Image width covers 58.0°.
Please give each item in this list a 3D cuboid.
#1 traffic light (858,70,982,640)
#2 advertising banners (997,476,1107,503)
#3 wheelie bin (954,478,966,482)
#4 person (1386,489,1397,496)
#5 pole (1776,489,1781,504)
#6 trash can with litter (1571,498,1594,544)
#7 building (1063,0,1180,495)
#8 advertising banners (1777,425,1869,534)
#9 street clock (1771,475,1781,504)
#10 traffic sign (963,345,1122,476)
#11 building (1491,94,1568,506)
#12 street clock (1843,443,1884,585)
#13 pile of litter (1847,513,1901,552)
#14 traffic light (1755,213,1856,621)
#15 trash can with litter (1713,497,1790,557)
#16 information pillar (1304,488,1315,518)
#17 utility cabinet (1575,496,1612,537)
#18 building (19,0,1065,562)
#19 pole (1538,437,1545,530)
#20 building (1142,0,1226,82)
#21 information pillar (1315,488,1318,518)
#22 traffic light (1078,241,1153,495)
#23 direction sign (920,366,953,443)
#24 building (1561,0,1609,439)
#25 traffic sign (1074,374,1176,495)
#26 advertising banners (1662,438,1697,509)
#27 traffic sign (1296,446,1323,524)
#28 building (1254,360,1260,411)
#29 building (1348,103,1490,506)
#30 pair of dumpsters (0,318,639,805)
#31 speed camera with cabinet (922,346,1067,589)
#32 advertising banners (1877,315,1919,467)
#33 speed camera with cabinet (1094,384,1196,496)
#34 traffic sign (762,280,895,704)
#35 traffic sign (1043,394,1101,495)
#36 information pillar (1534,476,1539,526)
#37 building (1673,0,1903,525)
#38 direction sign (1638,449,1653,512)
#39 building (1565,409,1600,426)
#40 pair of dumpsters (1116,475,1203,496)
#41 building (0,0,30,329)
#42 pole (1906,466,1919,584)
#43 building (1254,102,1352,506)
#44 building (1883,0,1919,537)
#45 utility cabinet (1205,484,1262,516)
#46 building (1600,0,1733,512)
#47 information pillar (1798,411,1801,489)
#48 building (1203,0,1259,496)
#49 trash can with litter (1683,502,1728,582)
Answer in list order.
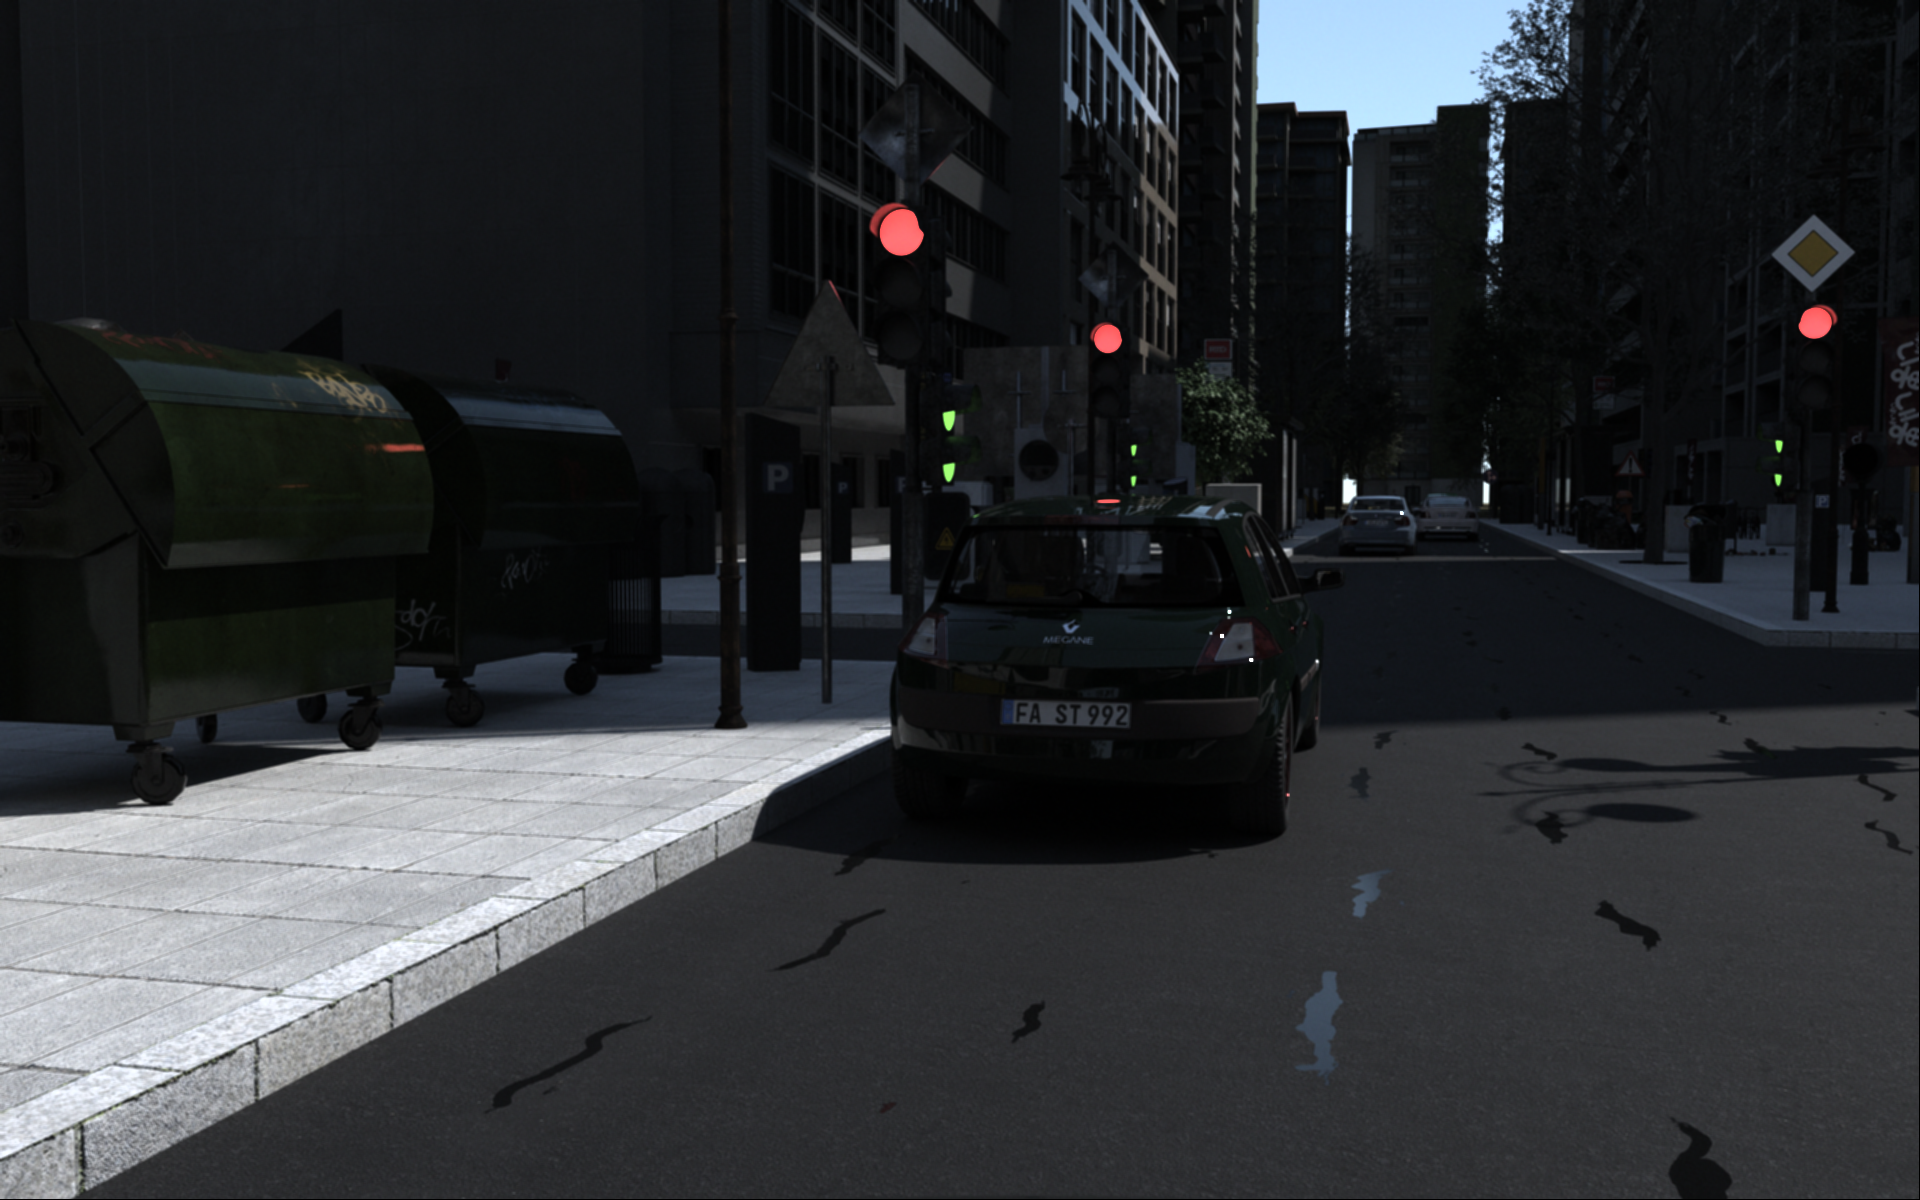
[{"bbox_3d":[-0.298,-1.383,11.538,0.839,4.253,0.868,1,4,14],"label":"traffic light"},{"bbox_3d":[1.631,-1.945,27.992,2.074,3.025,0.090,1,4,10],"label":"advertising banners"},{"bbox_3d":[-0.235,-1.630,34.558,0.980,1.594,0.693,0,4,-7],"label":"wheelie bin"},{"bbox_3d":[27.243,-6.126,109.459,0.742,1.727,0.445,1,4,17],"label":"person"},{"bbox_3d":[31.218,-4.415,66.032,0.158,3.312,0.155,0,3,0],"label":"pole"},{"bbox_3d":[16.352,-2.032,44.610,1.055,1.170,0.624,-1,4,-10],"label":"trash can with litter"},{"bbox_3d":[-2.158,-16.652,76.773,19.350,26.468,34.151,1,4,14],"label":"building"},{"bbox_3d":[22.152,-2.954,44.493,2.074,3.025,0.090,2,4,29],"label":"advertising banners"},{"bbox_3d":[28.178,-3.367,59.614,0.471,2.002,0.358,3,4,39],"label":"street clock"},{"bbox_3d":[1.113,-1.832,23.831,2.265,3.308,0.079,1,4,19],"label":"traffic sign"},{"bbox_3d":[70.975,-32.428,184.814,28.867,44.769,22.147,1,4,14],"label":"building"},{"bbox_3d":[12.731,-1.216,24.460,0.471,2.002,0.358,3,5,44],"label":"street clock"},{"bbox_3d":[20.622,-1.538,39.105,1.719,0.858,1.176,-3,4,-37],"label":"pile of litter"},{"bbox_3d":[8.543,-1.749,17.522,0.839,4.253,0.868,1,4,14],"label":"traffic light"},{"bbox_3d":[16.475,-1.547,36.355,2.233,1.210,1.678,0,4,-4],"label":"trash can with litter"},{"bbox_3d":[18.384,-6.127,91.525,0.504,3.616,0.183,-2,4,-34],"label":"information pillar"},{"bbox_3d":[19.011,-2.492,51.912,1.020,1.237,0.306,1,4,10],"label":"utility cabinet"},{"bbox_3d":[-6.903,-13.796,44.627,14.314,24.678,30.058,1,4,14],"label":"building"},{"bbox_3d":[20.921,-4.187,62.300,0.158,3.312,0.155,0,3,0],"label":"pole"},{"bbox_3d":[4.988,-27.877,110.412,22.147,44.769,28.867,1,4,14],"label":"building"},{"bbox_3d":[18.793,-6.148,91.869,0.504,3.616,0.183,3,4,38],"label":"information pillar"},{"bbox_3d":[1.703,-1.856,19.270,0.839,4.253,0.868,1,4,14],"label":"traffic light"},{"bbox_3d":[-0.508,-2.362,30.619,0.876,3.537,0.379,-2,4,-33],"label":"direction sign"},{"bbox_3d":[58.295,-30.235,144.450,14.600,45.320,14.200,1,4,14],"label":"building"},{"bbox_3d":[2.545,-2.185,29.602,2.265,3.308,0.079,1,4,15],"label":"traffic sign"},{"bbox_3d":[22.949,-3.620,55.372,0.090,3.025,2.074,0,4,-7],"label":"advertising banners"},{"bbox_3d":[14.231,-4.860,73.335,2.265,3.308,0.079,2,4,24],"label":"traffic sign"},{"bbox_3d":[11.813,-51.340,152.084,31.000,86.520,22.319,1,4,14],"label":"building"},{"bbox_3d":[49.117,-30.739,186.174,14.086,41.232,14.154,1,4,14],"label":"building"},{"bbox_3d":[-3.323,-0.407,9.152,1.574,2.255,4.437,1,4,15],"label":"pair of dumpsters"},{"bbox_3d":[0.431,-1.771,23.291,2.038,3.252,0.660,1,4,13],"label":"speed camera with cabinet"},{"bbox_3d":[9.858,-1.245,16.542,2.074,3.025,0.090,3,5,39],"label":"advertising banners"},{"bbox_3d":[3.329,-2.276,31.552,0.660,3.252,2.038,-3,5,-42],"label":"speed camera with cabinet"},{"bbox_3d":[-0.816,-0.645,10.550,0.884,2.594,0.081,1,4,21],"label":"traffic sign"},{"bbox_3d":[1.411,-1.348,22.143,0.768,2.556,0.104,1,4,22],"label":"traffic sign"},{"bbox_3d":[23.392,-4.009,70.045,0.304,2.012,0.304,1,4,10],"label":"information pillar"},{"bbox_3d":[43.819,-38.889,74.092,20.563,71.187,20.611,1,4,14],"label":"building"},{"bbox_3d":[34.304,-5.793,86.705,0.876,3.537,0.379,-1,4,-15],"label":"direction sign"},{"bbox_3d":[55.909,-49.390,120.201,22.319,86.520,31.000,1,4,14],"label":"building"},{"bbox_3d":[3.931,-1.998,35.154,1.574,2.255,4.437,1,4,14],"label":"pair of dumpsters"},{"bbox_3d":[-26.725,-10.672,39.114,19.286,19.102,10.561,1,4,14],"label":"building"},{"bbox_3d":[13.645,-1.884,24.654,0.158,3.312,0.155,0,3,0],"label":"pole"},{"bbox_3d":[28.967,-33.080,195.475,28.867,44.769,22.147,1,4,14],"label":"building"},{"bbox_3d":[35.601,-17.101,51.310,14.160,30.474,14.107,1,4,14],"label":"building"},{"bbox_3d":[5.932,-1.771,37.643,1.173,1.500,0.318,2,4,26],"label":"utility cabinet"},{"bbox_3d":[48.183,-28.868,95.688,21.300,48.544,21.600,1,4,14],"label":"building"},{"bbox_3d":[22.294,-3.332,45.833,0.183,3.616,0.504,3,5,43],"label":"information pillar"},{"bbox_3d":[14.708,-27.354,130.827,14.154,41.232,14.086,1,4,14],"label":"building"},{"bbox_3d":[10.853,-0.854,25.356,0.624,1.170,1.055,1,4,16],"label":"trash can with litter"}]
